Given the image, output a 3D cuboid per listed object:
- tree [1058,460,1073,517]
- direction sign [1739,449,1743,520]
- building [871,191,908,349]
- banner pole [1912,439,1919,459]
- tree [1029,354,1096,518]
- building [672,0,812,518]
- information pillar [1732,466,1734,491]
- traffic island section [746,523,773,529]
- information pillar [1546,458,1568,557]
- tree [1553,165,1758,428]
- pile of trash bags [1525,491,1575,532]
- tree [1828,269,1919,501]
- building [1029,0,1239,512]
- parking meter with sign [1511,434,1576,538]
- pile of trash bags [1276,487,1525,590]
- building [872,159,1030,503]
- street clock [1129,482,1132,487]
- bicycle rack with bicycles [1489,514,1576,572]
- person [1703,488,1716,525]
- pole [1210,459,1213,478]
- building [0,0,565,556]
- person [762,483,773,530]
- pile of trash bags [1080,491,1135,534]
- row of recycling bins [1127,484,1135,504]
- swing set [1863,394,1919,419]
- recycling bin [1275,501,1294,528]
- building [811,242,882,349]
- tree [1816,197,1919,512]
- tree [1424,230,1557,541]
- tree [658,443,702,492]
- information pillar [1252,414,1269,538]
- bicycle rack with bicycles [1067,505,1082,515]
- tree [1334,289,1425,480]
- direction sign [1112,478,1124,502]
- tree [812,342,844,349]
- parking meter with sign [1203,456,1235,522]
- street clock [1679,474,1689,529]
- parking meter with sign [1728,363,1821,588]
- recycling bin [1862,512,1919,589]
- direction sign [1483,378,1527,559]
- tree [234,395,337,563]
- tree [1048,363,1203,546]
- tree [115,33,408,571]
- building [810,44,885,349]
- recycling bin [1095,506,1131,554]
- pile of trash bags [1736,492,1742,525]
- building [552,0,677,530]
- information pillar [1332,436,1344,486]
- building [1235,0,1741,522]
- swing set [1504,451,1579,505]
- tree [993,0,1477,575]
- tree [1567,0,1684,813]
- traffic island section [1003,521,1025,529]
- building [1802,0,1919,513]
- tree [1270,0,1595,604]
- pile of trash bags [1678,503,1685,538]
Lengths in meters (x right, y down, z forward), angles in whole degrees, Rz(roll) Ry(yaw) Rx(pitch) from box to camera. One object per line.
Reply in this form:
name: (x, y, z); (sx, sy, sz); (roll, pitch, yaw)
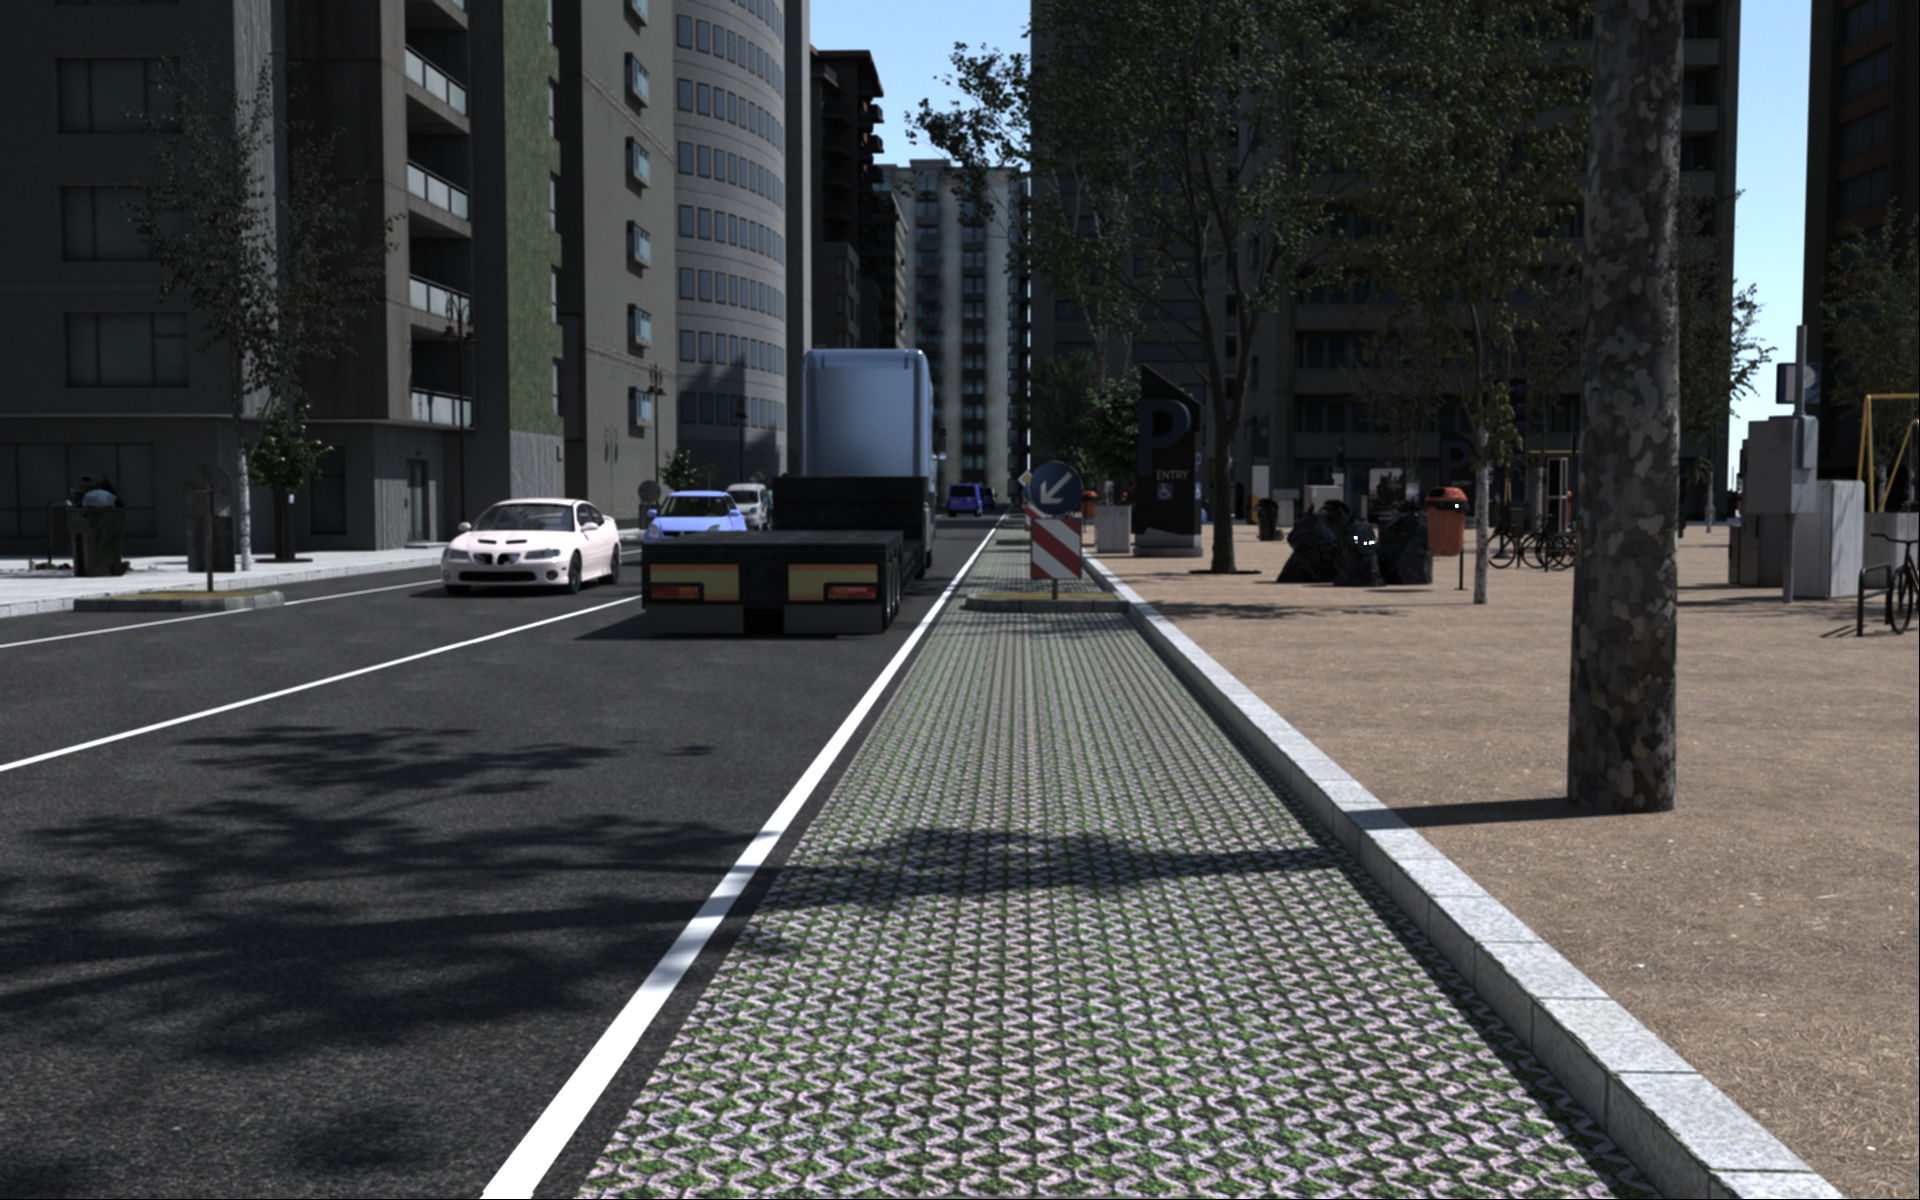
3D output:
tree: (6.074, -6.354, 98.497); (1.663, 3.219, 1.824); (0, 3, 0)
direction sign: (39.544, -5.827, 87.271); (0.876, 3.537, 0.379); (-2, 4, -30)
building: (-18.719, -31.912, 213.638); (23.993, 40.220, 32.217); (0, 4, 2)
banner pole: (43.450, -5.433, 78.846); (0.401, 3.779, 0.863); (1, 4, 9)
tree: (5.763, -8.628, 91.432); (4.360, 8.622, 3.978); (0, 3, 0)
building: (-20.209, -33.704, 93.055); (21.231, 58.520, 28.212); (0, 4, 2)
information pillar: (63.766, -9.273, 142.972); (0.183, 3.616, 0.504); (1, 4, 22)
traffic island section: (-8.349, -3.020, 71.663); (2.009, 0.180, 2.903); (0, 4, 2)
information pillar: (12.164, -1.885, 35.304); (0.304, 2.012, 0.304); (3, 5, 42)
tree: (16.090, -5.471, 39.810); (4.360, 8.622, 3.978); (0, 3, 0)
pile of trash bags: (18.736, -2.818, 55.820); (1.912, 1.369, 3.447); (-1, 4, -13)
tree: (30.594, -6.455, 55.899); (4.360, 8.622, 3.978); (0, 3, 0)
building: (16.083, -36.430, 137.624); (21.231, 58.520, 28.212); (0, 4, 2)
parking meter with sign: (17.056, -3.329, 50.684); (1.738, 3.016, 0.543); (1, 4, 16)
pile of trash bags: (5.986, -0.895, 24.387); (1.912, 1.369, 3.447); (-1, 4, -21)
building: (-4.278, -38.570, 250.220); (30.456, 49.044, 23.786); (0, 4, 2)
street clock: (9.817, -5.729, 98.240); (0.471, 2.002, 0.358); (-1, 4, -8)
bicycle rack with bicycles: (10.453, -0.987, 29.515); (2.925, 0.926, 2.852); (0, 4, 5)
person: (32.347, -4.015, 74.698); (0.519, 1.759, 0.362); (1, 4, 10)
pole: (15.574, -6.927, 107.097); (0.158, 3.312, 0.155); (0, 3, 0)
building: (-18.320, -21.844, 40.737); (14.154, 41.232, 14.086); (0, 4, 2)
person: (-6.915, -3.375, 63.707); (0.660, 1.820, 0.620); (-3, 5, -44)
pile of trash bags: (5.430, -2.873, 56.729); (3.447, 1.369, 1.912); (2, 4, 33)
row of recycling bins: (6.946, -3.263, 60.460); (1.069, 1.692, 3.534); (-2, 4, -24)
swing set: (15.752, -1.789, 26.875); (3.119, 2.851, 2.862); (1, 4, 21)
recycling bin: (12.521, -3.314, 66.746); (0.722, 1.027, 0.722); (0, 4, -5)
building: (-20.979, -17.662, 133.808); (27.650, 21.520, 28.899); (0, 4, 2)
tree: (23.692, -5.721, 43.906); (4.737, 8.622, 4.395); (0, 3, 0)
tree: (15.598, -5.922, 47.190); (4.360, 8.622, 3.978); (0, 3, 0)
tree: (-10.614, -4.367, 65.999); (1.663, 3.219, 1.824); (0, 3, 0)
information pillar: (8.741, -3.605, 50.300); (0.504, 3.616, 0.183); (0, 4, -3)
bicycle rack with bicycles: (7.098, -5.754, 107.455); (2.852, 0.926, 2.925); (-2, 4, -27)
tree: (14.685, -6.501, 56.648); (4.360, 8.622, 3.978); (0, 3, 0)
direction sign: (10.072, -7.264, 110.764); (0.876, 3.537, 0.379); (3, 4, 36)
tree: (-9.197, -11.483, 113.497); (9.928, 11.665, 9.643); (0, 3, 0)
parking meter with sign: (11.947, -5.163, 80.680); (0.543, 3.016, 1.738); (-2, 4, -27)
street clock: (26.581, -3.612, 63.634); (0.358, 2.002, 0.471); (1, 4, 21)
parking meter with sign: (11.141, -1.689, 23.881); (0.543, 3.016, 1.738); (0, 4, 1)
recycling bin: (12.615, -0.685, 23.751); (0.722, 1.027, 0.722); (-3, 4, -37)
direction sign: (10.748, -2.585, 34.262); (0.876, 3.537, 0.379); (3, 5, 41)
tree: (-12.869, -2.331, 32.710); (1.663, 3.219, 1.824); (0, 3, 0)
tree: (4.403, -3.659, 43.537); (4.285, 4.588, 4.351); (0, 3, 0)
tree: (-11.676, -4.787, 28.633); (4.360, 8.622, 3.978); (0, 3, 0)
building: (-18.981, -31.480, 169.319); (22.147, 44.769, 28.867); (0, 4, 2)
recycling bin: (3.319, -1.538, 37.692); (0.722, 1.027, 0.722); (0, 4, -1)
pile of trash bags: (31.411, -3.462, 66.349); (1.912, 1.369, 3.447); (-3, 4, -37)
building: (-22.667, -26.723, 60.622); (21.600, 48.544, 21.300); (0, 4, 2)
information pillar: (15.163, -4.776, 69.436); (0.504, 3.616, 0.183); (0, 4, -6)
building: (25.657, -28.539, 90.321); (21.600, 48.544, 21.300); (0, 4, 2)
swing set: (21.287, -4.002, 63.046); (3.119, 2.851, 2.862); (1, 4, 13)
tree: (4.342, -6.236, 27.710); (9.928, 11.665, 9.643); (0, 3, 0)
tree: (4.128, -9.184, 6.052); (12.611, 20.169, 13.585); (0, 3, 0)
traffic island section: (3.061, -3.485, 79.256); (2.009, 0.180, 2.903); (0, 4, 2)
building: (58.859, -26.565, 88.958); (28.867, 44.769, 22.147); (0, 4, 2)
tree: (5.857, -4.255, 19.935); (4.737, 8.622, 4.395); (0, 3, 0)
pile of trash bags: (20.119, -2.493, 50.507); (1.912, 1.369, 3.447); (1, 4, 19)
